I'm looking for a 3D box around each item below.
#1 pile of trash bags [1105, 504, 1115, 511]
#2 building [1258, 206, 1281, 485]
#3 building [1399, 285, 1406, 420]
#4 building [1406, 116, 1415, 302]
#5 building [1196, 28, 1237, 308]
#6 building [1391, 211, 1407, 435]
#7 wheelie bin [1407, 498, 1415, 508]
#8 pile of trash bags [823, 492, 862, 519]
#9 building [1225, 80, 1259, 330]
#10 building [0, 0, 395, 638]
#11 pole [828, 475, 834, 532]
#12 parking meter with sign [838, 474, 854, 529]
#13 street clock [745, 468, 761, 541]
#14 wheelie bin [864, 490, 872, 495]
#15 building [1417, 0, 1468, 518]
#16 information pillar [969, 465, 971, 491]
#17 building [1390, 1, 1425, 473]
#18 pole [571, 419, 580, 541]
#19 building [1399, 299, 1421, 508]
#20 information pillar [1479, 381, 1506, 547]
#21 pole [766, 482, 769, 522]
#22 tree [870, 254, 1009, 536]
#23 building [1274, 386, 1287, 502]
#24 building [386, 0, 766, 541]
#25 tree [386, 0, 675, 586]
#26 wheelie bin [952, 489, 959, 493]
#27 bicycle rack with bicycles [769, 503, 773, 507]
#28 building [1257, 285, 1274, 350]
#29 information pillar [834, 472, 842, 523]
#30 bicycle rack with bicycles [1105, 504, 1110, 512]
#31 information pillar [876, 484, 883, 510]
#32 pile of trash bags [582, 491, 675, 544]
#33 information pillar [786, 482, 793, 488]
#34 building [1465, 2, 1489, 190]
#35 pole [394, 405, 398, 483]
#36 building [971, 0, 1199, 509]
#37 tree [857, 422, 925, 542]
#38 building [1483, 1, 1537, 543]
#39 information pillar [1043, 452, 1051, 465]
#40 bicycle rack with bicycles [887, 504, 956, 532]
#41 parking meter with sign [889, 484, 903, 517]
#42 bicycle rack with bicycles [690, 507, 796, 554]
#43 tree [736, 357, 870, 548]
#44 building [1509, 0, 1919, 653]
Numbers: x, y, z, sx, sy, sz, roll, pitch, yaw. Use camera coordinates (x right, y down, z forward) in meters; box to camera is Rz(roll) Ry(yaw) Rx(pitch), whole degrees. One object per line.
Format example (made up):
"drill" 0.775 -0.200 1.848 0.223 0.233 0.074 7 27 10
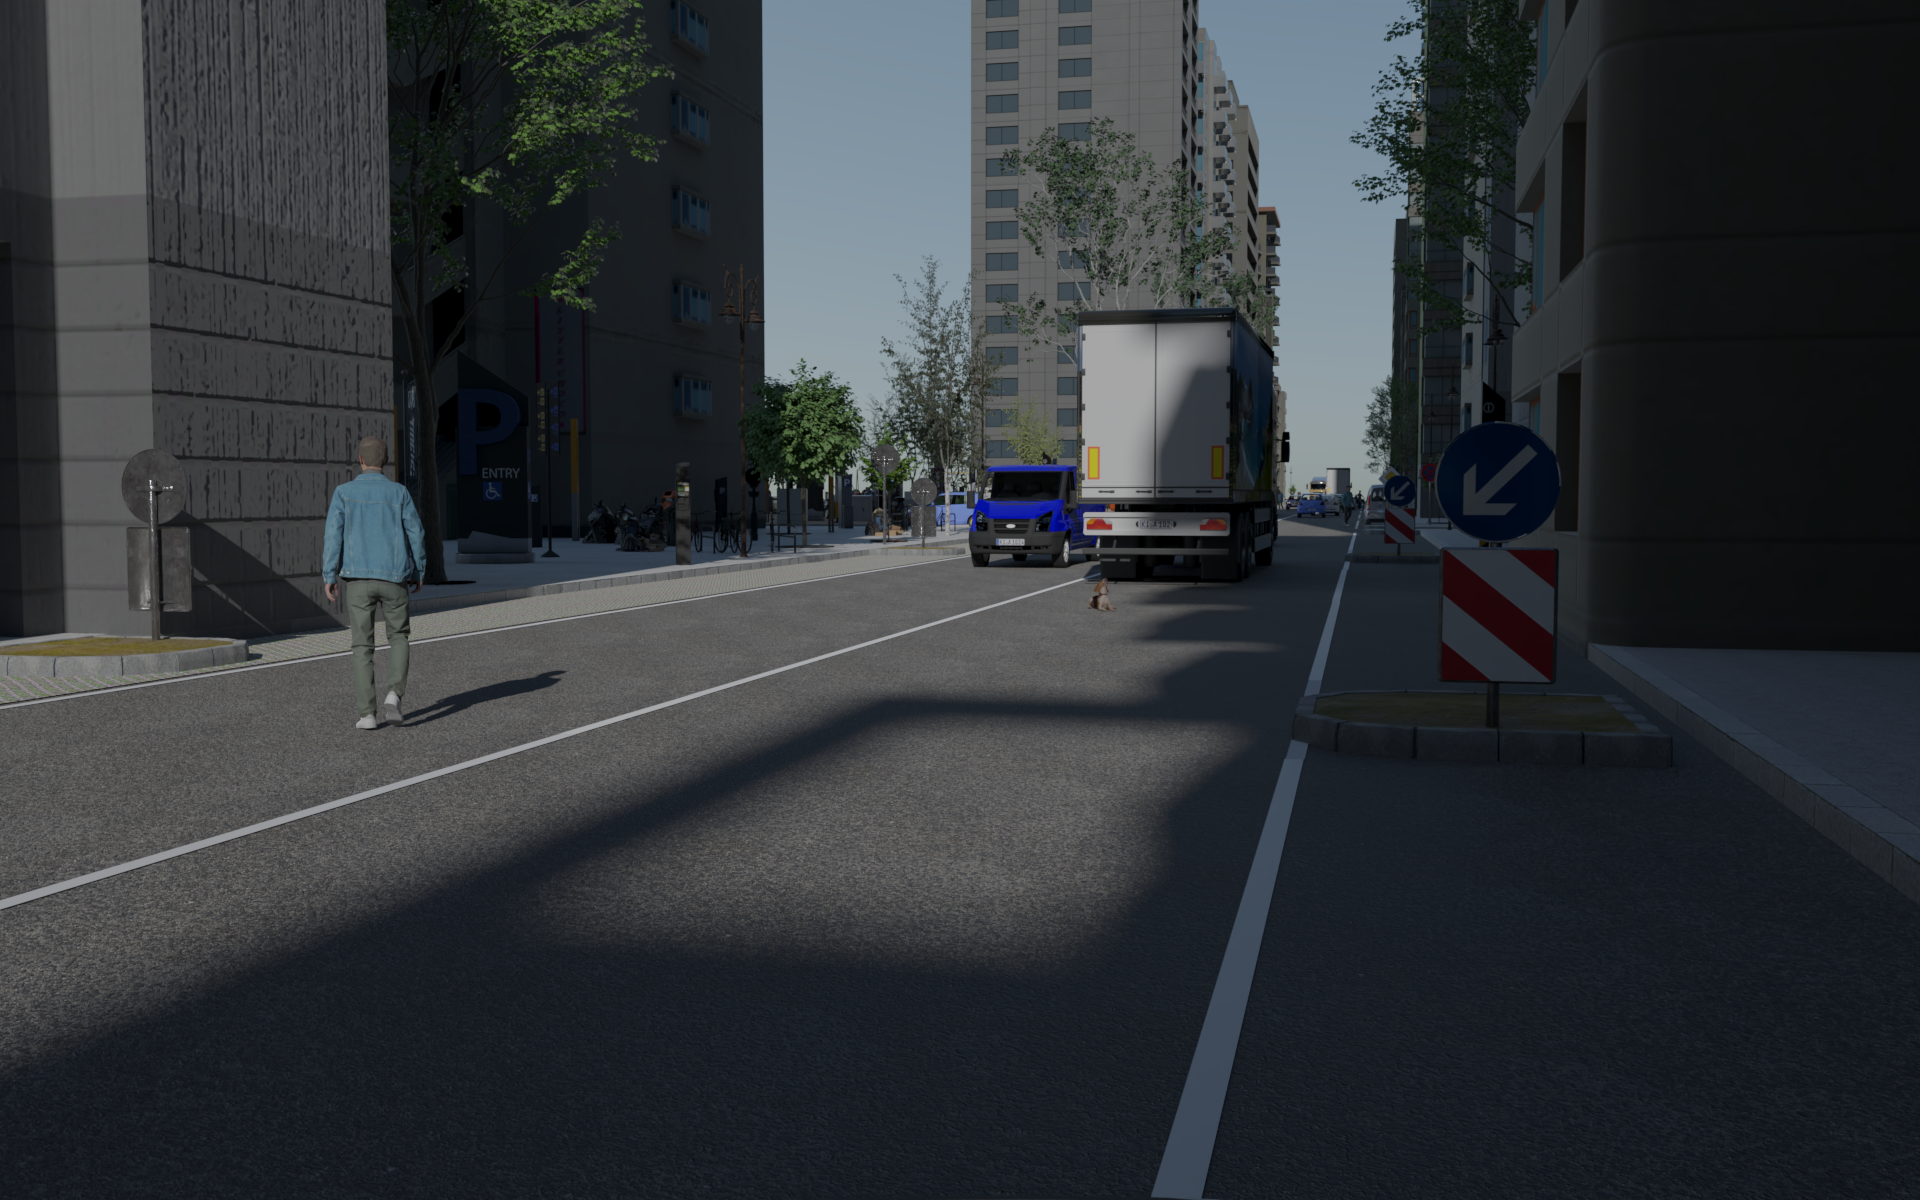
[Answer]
"pile of trash bags" 6.722 -4.748 87.388 3.447 1.369 1.912 3 5 44
"building" 36.125 -36.928 258.392 22.147 44.769 28.867 1 4 13
"building" 67.507 -28.487 237.462 14.160 30.474 14.107 1 4 13
"building" 55.226 -30.761 186.533 14.154 41.232 14.086 1 4 13
"building" 17.416 -34.502 183.711 23.786 49.044 30.456 1 4 13
"building" 82.046 -40.411 284.426 21.300 48.544 21.600 1 4 13
"wheelie bin" 33.451 -7.390 128.734 0.693 1.594 0.980 0 4 5
"pile of trash bags" -6.479 -5.296 96.334 1.912 1.369 3.447 2 4 30
"building" 24.431 -35.784 208.770 21.300 48.544 21.600 1 4 13
"building" -19.780 -28.418 6.636 21.231 58.520 28.212 1 4 13
"pole" -4.322 -3.926 58.029 0.158 3.312 0.155 0 3 0
"parking meter with sign" -4.333 -4.207 65.052 0.543 3.016 1.738 -1 4 -16
"street clock" -5.648 -2.624 47.475 0.471 2.002 0.358 0 4 3
"wheelie bin" -6.852 -7.525 130.939 0.693 1.594 0.980 -3 5 -41
"building" 32.892 -25.228 96.072 14.154 41.232 14.086 1 4 13
"information pillar" 0.776 -8.543 131.033 0.183 3.616 0.504 1 4 9
"building" 76.062 -57.776 257.311 22.319 86.520 31.000 1 4 13
"pole" -10.440 -3.250 46.983 0.158 3.312 0.155 0 3 0
"building" 56.357 -19.560 164.841 27.650 21.520 28.899 1 4 13
"information pillar" 10.972 -2.715 35.745 0.504 3.616 0.183 1 4 14
"pole" -8.776 -5.191 78.717 0.158 3.312 0.155 0 3 0
"tree" -0.388 -6.276 52.969 4.360 8.622 3.978 0 3 0
"building" 39.556 -27.087 287.907 27.650 21.520 28.899 1 4 13
"building" -19.925 -26.409 55.497 21.600 48.544 21.300 1 4 13
"tree" -7.657 -6.032 24.379 9.928 11.665 9.643 0 3 0
"wheelie bin" -0.294 -6.370 112.053 0.693 1.594 0.980 -2 4 -27
"bicycle rack with bicycles" -12.055 -5.084 96.511 2.925 0.926 2.852 3 5 45
"building" 35.322 -28.458 236.991 14.160 30.474 14.107 1 4 13
"information pillar" -5.307 -5.218 76.669 0.504 3.616 0.183 0 4 5
"bicycle rack with bicycles" 10.654 -7.031 128.341 2.925 0.926 2.852 -3 5 -42
"information pillar" -3.946 -4.932 85.127 0.304 2.012 0.304 -2 4 -27
"pile of trash bags" -8.202 -2.132 44.618 3.447 1.369 1.912 3 5 44
"information pillar" -8.925 -5.272 90.685 0.304 2.012 0.304 -2 4 -35
"building" 33.250 -27.620 75.281 21.600 48.544 21.300 1 4 13
"pole" -13.024 -2.812 39.821 0.158 3.312 0.155 0 3 0
"building" 13.207 -44.012 157.845 20.563 71.187 20.611 1 4 13
"tree" -2.033 -3.170 46.425 1.663 3.219 1.824 0 3 0
"building" 24.480 -30.663 43.336 21.231 58.520 28.212 1 4 13
"information pillar" 4.710 -6.290 94.200 0.504 3.616 0.183 1 4 8
"bicycle rack with bicycles" -1.422 -2.844 59.878 2.852 0.926 2.925 1 4 16
"parking meter with sign" -3.519 -6.068 95.468 1.738 3.016 0.543 2 4 27
"bicycle rack with bicycles" -4.765 -1.504 37.973 2.852 0.926 2.925 -1 4 -16
"tree" -3.762 -3.548 41.719 4.285 4.588 4.351 0 3 0
"building" 17.540 -9.811 5.444 27.650 21.520 28.899 1 4 13
